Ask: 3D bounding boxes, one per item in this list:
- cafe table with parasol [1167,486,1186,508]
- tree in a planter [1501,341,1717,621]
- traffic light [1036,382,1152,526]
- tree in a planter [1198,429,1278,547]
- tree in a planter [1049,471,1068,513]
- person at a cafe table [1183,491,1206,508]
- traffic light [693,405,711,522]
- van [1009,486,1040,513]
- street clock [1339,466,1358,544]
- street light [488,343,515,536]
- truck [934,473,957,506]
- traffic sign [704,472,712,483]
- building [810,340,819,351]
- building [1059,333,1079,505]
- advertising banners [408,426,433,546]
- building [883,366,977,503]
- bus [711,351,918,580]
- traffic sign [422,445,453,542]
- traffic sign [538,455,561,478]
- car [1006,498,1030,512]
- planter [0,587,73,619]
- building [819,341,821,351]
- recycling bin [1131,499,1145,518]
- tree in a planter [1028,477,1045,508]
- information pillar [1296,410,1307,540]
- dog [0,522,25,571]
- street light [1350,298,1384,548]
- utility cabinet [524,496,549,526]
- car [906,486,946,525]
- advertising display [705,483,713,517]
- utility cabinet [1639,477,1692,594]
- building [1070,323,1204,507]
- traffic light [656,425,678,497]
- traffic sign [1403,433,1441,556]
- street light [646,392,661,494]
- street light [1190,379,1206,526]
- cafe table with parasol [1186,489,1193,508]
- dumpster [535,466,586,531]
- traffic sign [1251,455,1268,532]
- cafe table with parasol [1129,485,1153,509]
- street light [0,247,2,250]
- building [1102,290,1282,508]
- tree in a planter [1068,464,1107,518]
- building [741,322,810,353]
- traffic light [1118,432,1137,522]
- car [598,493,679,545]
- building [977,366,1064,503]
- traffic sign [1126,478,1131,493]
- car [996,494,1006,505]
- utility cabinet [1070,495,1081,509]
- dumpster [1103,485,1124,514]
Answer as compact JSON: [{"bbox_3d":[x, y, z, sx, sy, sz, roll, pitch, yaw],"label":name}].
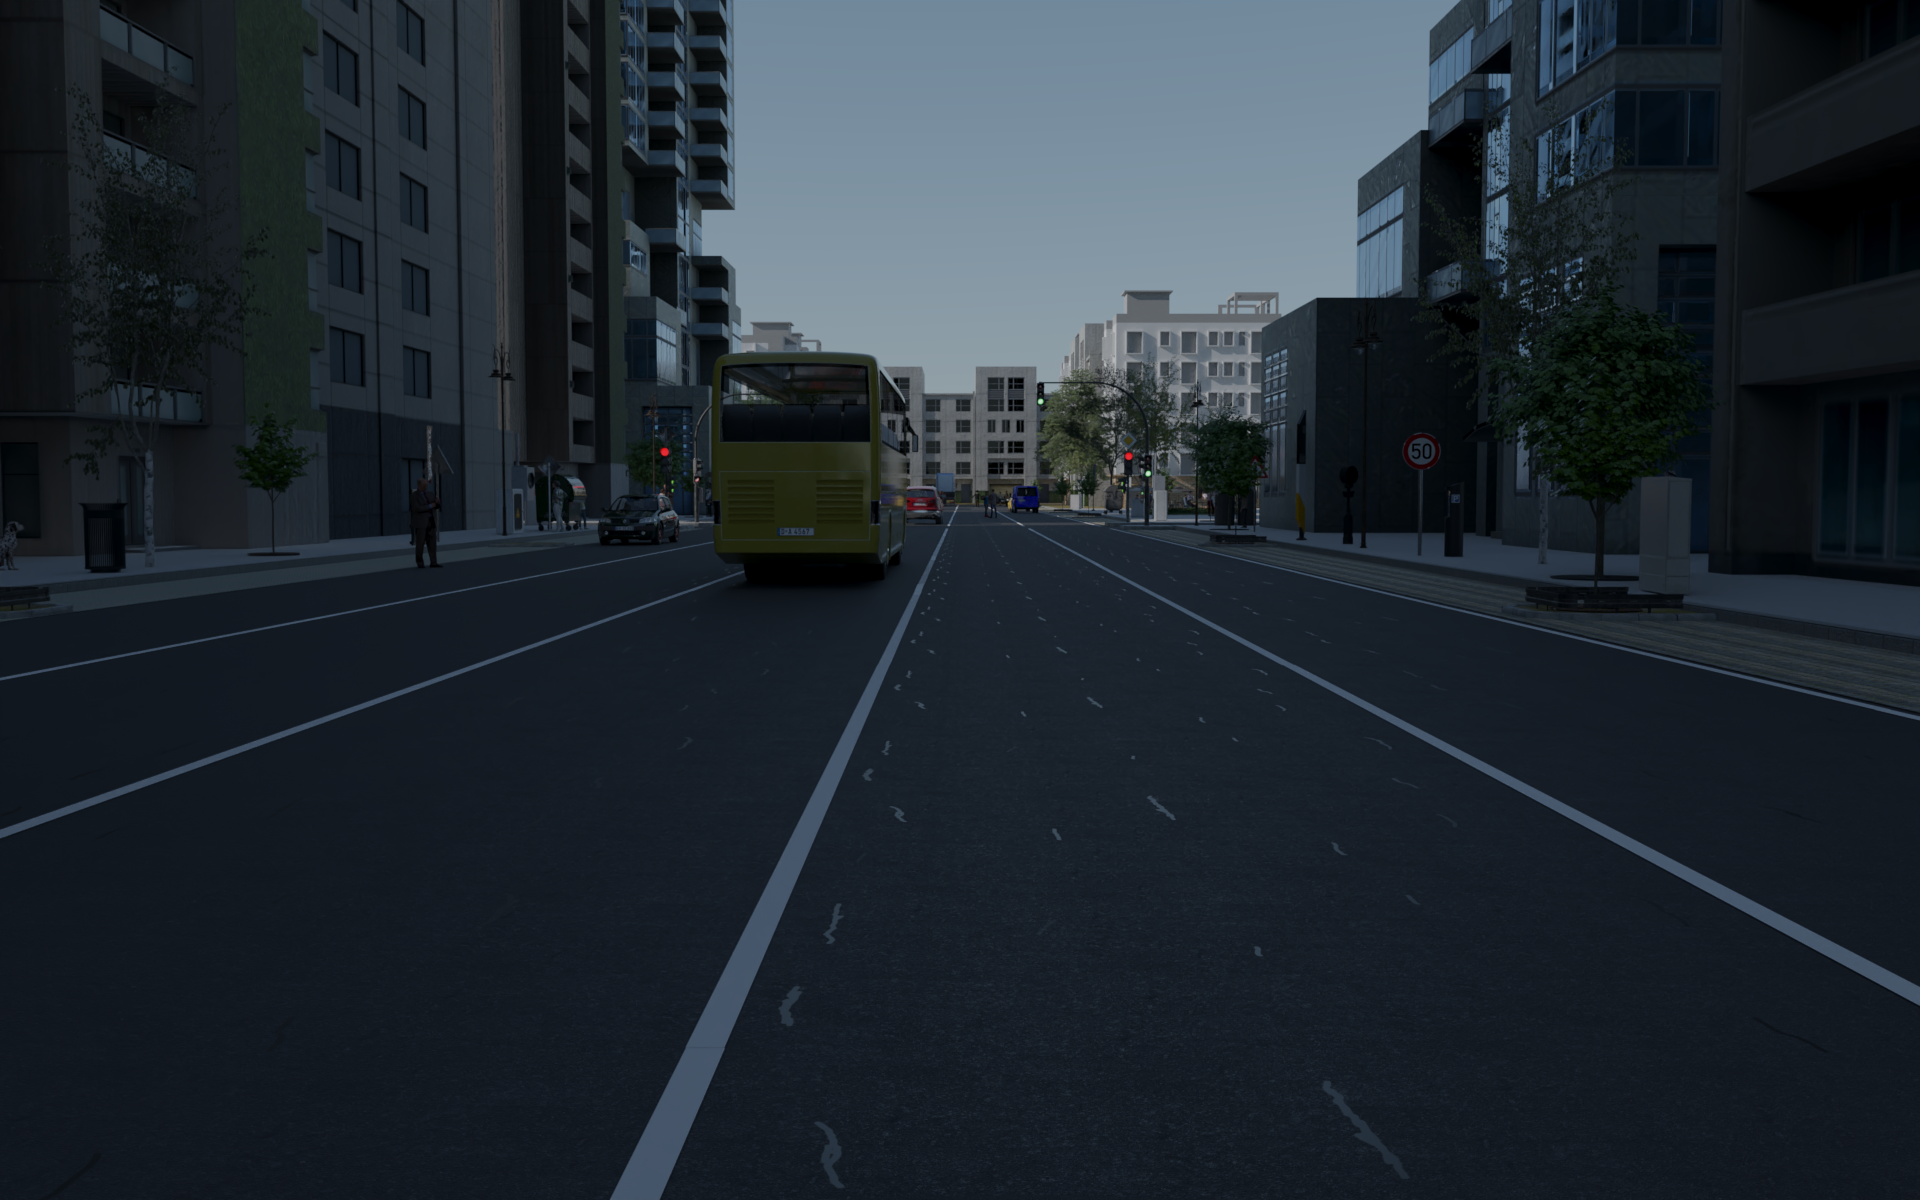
[{"bbox_3d":[17.355,-8.600,145.473,2.610,1.966,2.610,0,4,1],"label":"cafe table with parasol"},{"bbox_3d":[7.488,-1.411,20.296,1.991,3.239,1.994,0,3,0],"label":"tree in a planter"},{"bbox_3d":[5.460,-5.833,70.037,4.771,5.953,1.251,0,3,0],"label":"traffic light"},{"bbox_3d":[7.546,-3.060,47.261,1.991,3.239,1.994,0,3,0],"label":"tree in a planter"},{"bbox_3d":[7.704,-8.117,129.941,1.991,3.239,1.994,0,3,0],"label":"tree in a planter"},{"bbox_3d":[15.941,-6.663,117.456,1.622,1.524,1.698,2,4,24],"label":"person at a cafe table"},{"bbox_3d":[-9.781,-6.333,78.212,4.771,5.953,1.251,0,3,0],"label":"traffic light"},{"bbox_3d":[4.948,-7.801,131.931,2.240,2.365,5.245,0,4,-1],"label":"van"},{"bbox_3d":[9.945,-2.433,44.342,0.471,2.002,0.358,-3,4,-36],"label":"street clock"},{"bbox_3d":[-13.990,-4.909,53.051,0.468,5.910,1.993,0,3,0],"label":"street light"},{"bbox_3d":[-1.853,-13.780,215.058,2.967,4.110,18.799,0,3,0],"label":"truck"},{"bbox_3d":[-14.283,-6.048,98.993,0.768,2.556,0.104,0,4,8],"label":"traffic sign"},{"bbox_3d":[-25.138,-21.059,200.727,16.016,20.091,11.380,0,3,0],"label":"building"},{"bbox_3d":[20.361,-21.593,209.459,16.016,20.091,11.380,0,3,0],"label":"building"},{"bbox_3d":[-13.585,-2.908,43.737,0.090,3.025,2.074,0,4,-1],"label":"advertising banners"},{"bbox_3d":[-13.669,-23.368,248.516,31.486,18.905,16.747,0,3,0],"label":"building"},{"bbox_3d":[-2.398,-2.460,31.763,2.896,3.916,12.252,0,4,0],"label":"bus"},{"bbox_3d":[-13.898,-2.817,46.064,0.884,2.594,0.081,1,4,9],"label":"traffic sign"},{"bbox_3d":[-13.726,-3.556,57.869,0.795,2.593,0.064,0,4,5],"label":"traffic sign"},{"bbox_3d":[4.848,-8.075,142.253,2.015,1.641,3.980,0,4,-1],"label":"car"},{"bbox_3d":[-11.697,0.044,20.413,1.991,0.319,1.994,0,3,0],"label":"planter"},{"bbox_3d":[-22.511,-22.120,218.074,11.380,20.091,16.016,0,3,0],"label":"building"},{"bbox_3d":[9.804,-5.042,94.990,0.722,1.027,0.722,1,4,18],"label":"recycling bin"},{"bbox_3d":[7.798,-11.232,180.857,1.991,3.239,1.994,0,3,0],"label":"tree in a planter"},{"bbox_3d":[9.453,-3.464,47.984,0.183,3.616,0.504,2,4,33],"label":"information pillar"},{"bbox_3d":[-16.236,-0.902,29.123,0.800,0.831,0.513,-1,4,-9],"label":"dog"},{"bbox_3d":[9.582,-4.170,40.965,0.468,5.910,1.993,0,3,0],"label":"street light"},{"bbox_3d":[-17.308,-3.654,70.902,1.020,1.237,0.306,-2,4,-34],"label":"utility cabinet"},{"bbox_3d":[-1.843,-4.548,83.031,2.281,1.827,5.304,0,4,1],"label":"car"},{"bbox_3d":[-14.020,-5.606,96.866,0.123,1.923,0.974,-2,4,-28],"label":"advertising display"},{"bbox_3d":[9.113,-0.837,22.367,0.318,1.500,1.173,0,4,6],"label":"utility cabinet"},{"bbox_3d":[21.289,-19.660,187.891,16.747,18.905,31.486,0,3,0],"label":"building"},{"bbox_3d":[-11.889,-4.971,70.195,0.839,4.253,0.868,0,3,0],"label":"traffic light"},{"bbox_3d":[9.592,-2.199,36.065,0.768,2.556,0.104,1,4,9],"label":"traffic sign"},{"bbox_3d":[-13.870,-6.469,78.558,0.468,5.910,1.993,0,3,0],"label":"street light"},{"bbox_3d":[9.558,-5.934,69.806,0.468,5.910,1.993,0,3,0],"label":"street light"},{"bbox_3d":[19.011,-8.910,150.550,2.610,1.966,2.610,3,5,41],"label":"cafe table with parasol"},{"bbox_3d":[-14.048,-3.556,60.635,1.502,2.255,1.985,0,3,0],"label":"dumpster"},{"bbox_3d":[9.911,-3.561,58.226,0.884,2.594,0.081,0,4,4],"label":"traffic sign"},{"bbox_3d":[14.192,-7.902,134.057,2.610,1.966,2.610,2,4,24],"label":"cafe table with parasol"},{"bbox_3d":[-13.983,-3.145,24.210,0.468,5.910,1.993,0,3,0],"label":"street light"},{"bbox_3d":[21.815,-18.963,166.460,16.016,20.091,11.380,0,3,0],"label":"building"},{"bbox_3d":[7.647,-6.460,102.842,1.991,3.239,1.994,0,3,0],"label":"tree in a planter"},{"bbox_3d":[-25.096,-20.280,187.995,16.016,20.091,11.380,0,3,0],"label":"building"},{"bbox_3d":[7.568,-5.458,78.159,0.839,4.253,0.868,0,3,0],"label":"traffic light"},{"bbox_3d":[-9.265,-2.464,50.075,2.009,1.686,4.222,0,4,1],"label":"car"},{"bbox_3d":[17.922,-23.356,248.335,31.486,18.905,16.747,0,3,0],"label":"building"},{"bbox_3d":[10.183,-6.349,105.943,0.606,2.300,0.079,1,4,9],"label":"traffic sign"},{"bbox_3d":[5.349,-13.018,222.623,2.009,1.686,4.222,0,4,1],"label":"car"},{"bbox_3d":[9.817,-8.284,146.604,0.306,1.237,1.020,-3,5,-42],"label":"utility cabinet"},{"bbox_3d":[9.779,-6.394,110.307,1.264,1.857,1.865,0,4,0],"label":"dumpster"}]
